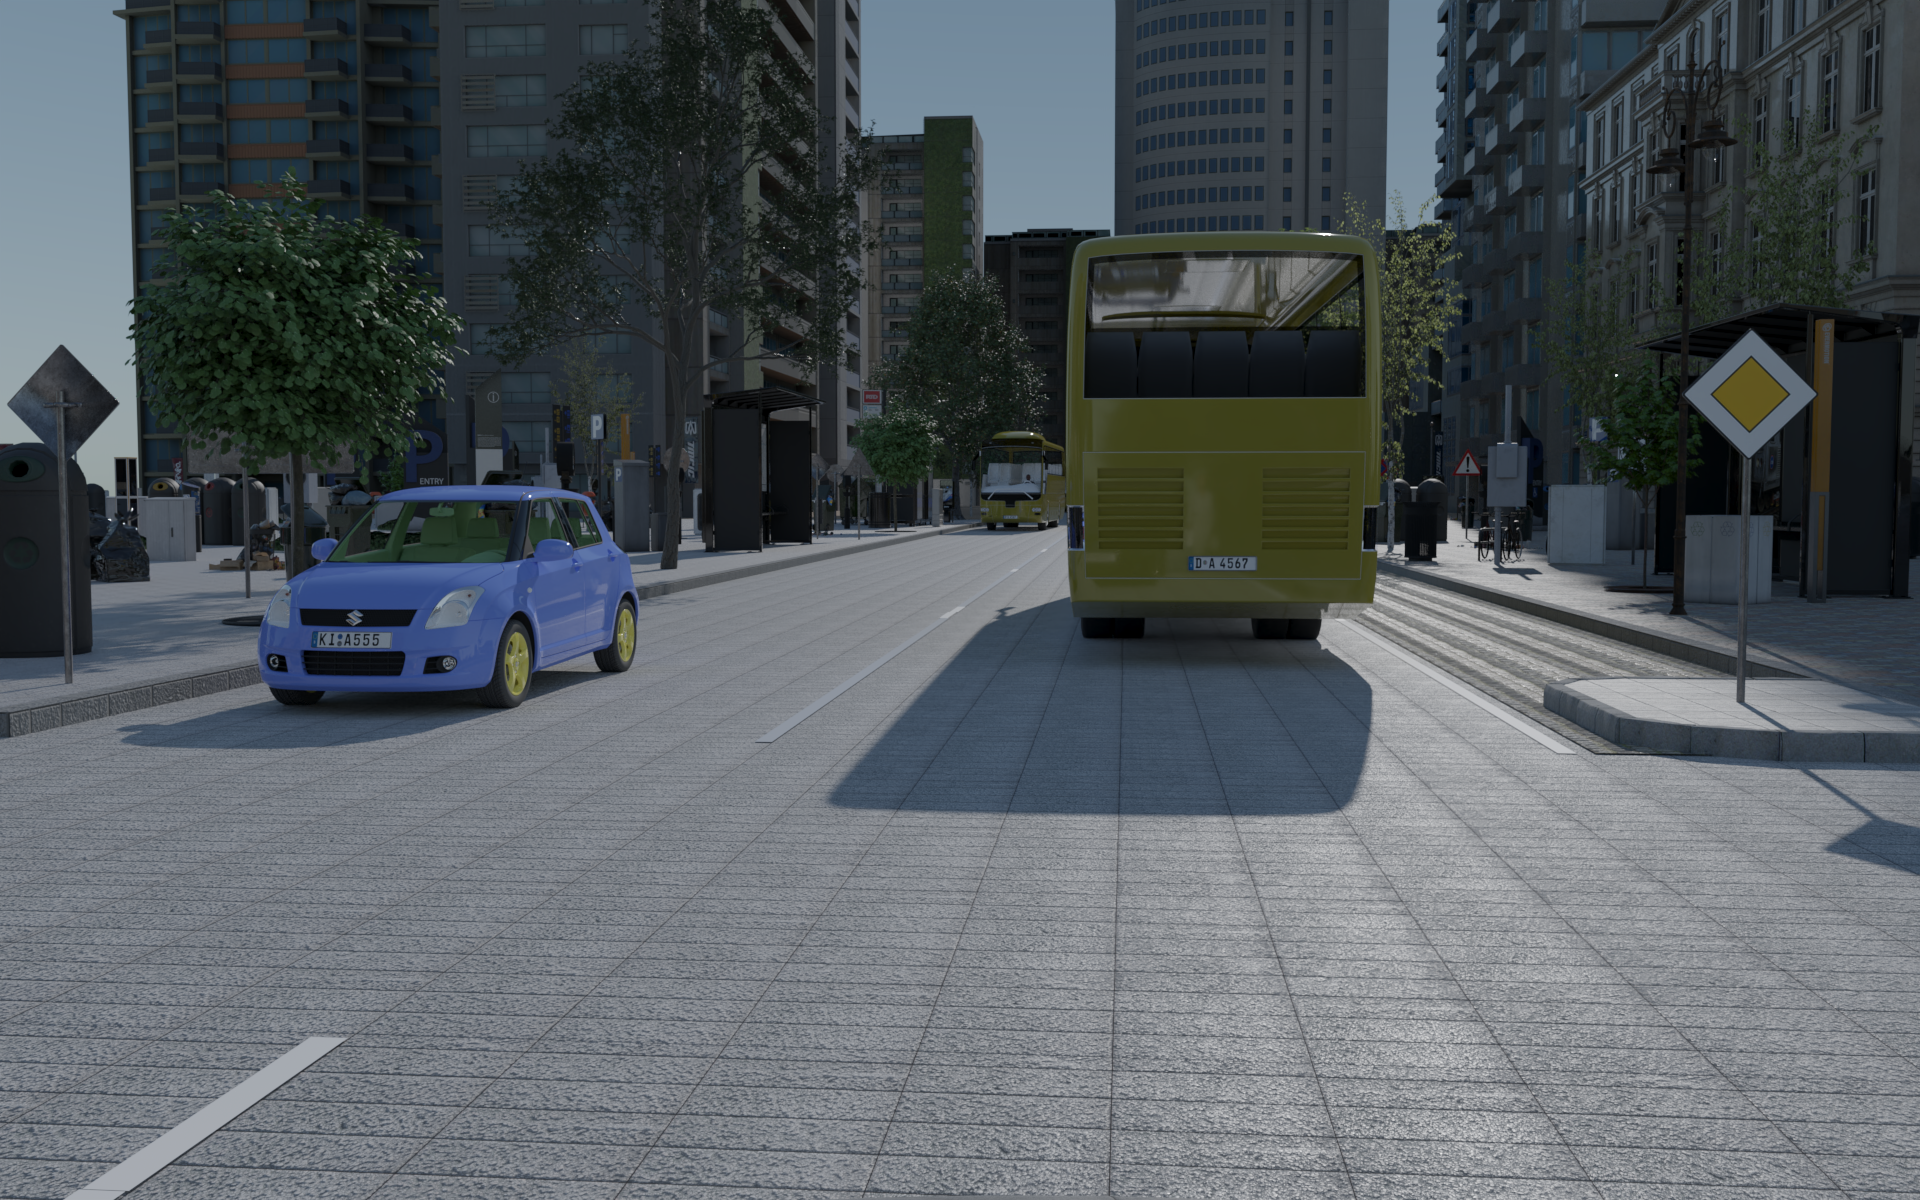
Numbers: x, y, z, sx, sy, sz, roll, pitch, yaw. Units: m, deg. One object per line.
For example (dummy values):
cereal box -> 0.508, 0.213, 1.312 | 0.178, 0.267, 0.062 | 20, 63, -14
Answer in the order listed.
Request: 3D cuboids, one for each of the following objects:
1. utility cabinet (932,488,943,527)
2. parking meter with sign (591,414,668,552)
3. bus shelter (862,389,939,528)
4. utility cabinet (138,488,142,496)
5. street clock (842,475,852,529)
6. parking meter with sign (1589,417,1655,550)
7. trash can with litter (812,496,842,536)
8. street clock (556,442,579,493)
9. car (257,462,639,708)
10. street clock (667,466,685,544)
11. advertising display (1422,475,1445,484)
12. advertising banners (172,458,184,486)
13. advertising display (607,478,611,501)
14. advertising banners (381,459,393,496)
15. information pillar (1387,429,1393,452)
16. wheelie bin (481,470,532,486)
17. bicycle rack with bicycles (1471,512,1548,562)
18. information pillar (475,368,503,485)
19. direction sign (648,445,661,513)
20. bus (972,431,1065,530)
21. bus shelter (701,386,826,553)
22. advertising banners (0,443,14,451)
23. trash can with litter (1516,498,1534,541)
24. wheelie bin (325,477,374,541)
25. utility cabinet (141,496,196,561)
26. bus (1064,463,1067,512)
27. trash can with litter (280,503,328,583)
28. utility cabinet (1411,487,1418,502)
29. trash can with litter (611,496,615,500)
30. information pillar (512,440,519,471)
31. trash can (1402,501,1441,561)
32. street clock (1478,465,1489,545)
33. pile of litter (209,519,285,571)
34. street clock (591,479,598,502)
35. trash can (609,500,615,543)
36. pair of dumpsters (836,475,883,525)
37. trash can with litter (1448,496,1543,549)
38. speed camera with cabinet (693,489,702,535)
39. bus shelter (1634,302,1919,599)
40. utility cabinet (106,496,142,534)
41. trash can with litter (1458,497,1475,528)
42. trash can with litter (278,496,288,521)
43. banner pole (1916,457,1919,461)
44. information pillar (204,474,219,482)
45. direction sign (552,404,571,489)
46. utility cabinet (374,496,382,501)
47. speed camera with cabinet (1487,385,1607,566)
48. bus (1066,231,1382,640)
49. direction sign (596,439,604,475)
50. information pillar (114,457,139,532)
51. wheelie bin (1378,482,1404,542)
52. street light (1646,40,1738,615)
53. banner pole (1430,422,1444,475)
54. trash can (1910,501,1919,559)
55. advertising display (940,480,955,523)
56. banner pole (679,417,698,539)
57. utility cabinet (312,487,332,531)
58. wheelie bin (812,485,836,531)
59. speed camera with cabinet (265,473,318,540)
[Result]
utility cabinet -> -0.867, -3.624, 67.930 | 0.318, 1.500, 1.173 | 0, 4, 6
parking meter with sign -> -7.259, -2.579, 38.433 | 1.738, 3.016, 0.543 | -3, 5, -41
bus shelter -> -2.406, -5.592, 69.059 | 2.179, 5.291, 8.768 | 0, 4, 6
utility cabinet -> -27.192, -2.955, 56.994 | 0.318, 1.500, 1.173 | -3, 4, -38
street clock -> -4.157, -3.618, 63.719 | 0.358, 2.002, 0.471 | -1, 4, -16
parking meter with sign -> 15.238, -2.655, 39.675 | 1.738, 3.016, 0.543 | -2, 4, -26
trash can with litter -> -4.513, -2.632, 54.095 | 1.678, 1.210, 2.233 | 0, 4, -5
street clock -> -5.465, -1.192, 24.055 | 0.358, 2.002, 0.471 | -1, 4, -9
car -> -3.657, -0.195, 12.782 | 1.945, 1.707, 3.694 | 0, 4, 7
street clock -> -7.236, -2.421, 44.147 | 0.358, 2.002, 0.471 | -3, 5, -43
advertising display -> 15.960, -3.257, 58.465 | 0.123, 1.923, 0.974 | -2, 4, -27
advertising banners -> -36.755, -5.321, 83.184 | 2.074, 3.025, 0.090 | 0, 4, -5
advertising display -> -14.154, -3.955, 69.877 | 0.123, 1.923, 0.974 | -1, 4, -11
advertising banners -> -28.705, -5.553, 86.987 | 0.090, 3.025, 2.074 | 0, 4, 4
information pillar -> 15.071, -4.246, 60.777 | 0.183, 3.616, 0.504 | 0, 3, 0
wheelie bin -> -6.076, -0.938, 23.250 | 0.693, 1.594, 0.980 | 2, 4, 29
bicycle rack with bicycles -> 11.048, -1.234, 33.560 | 2.852, 0.926, 2.925 | 3, 4, 37
information pillar -> -8.686, -2.487, 32.021 | 0.504, 3.616, 0.183 | -1, 4, -21
direction sign -> -14.090, -5.380, 79.966 | 0.876, 3.537, 0.379 | 3, 5, 43
bus -> 2.670, -4.890, 71.504 | 2.896, 3.916, 12.252 | 0, 4, 7
bus shelter -> -4.549, -3.040, 40.988 | 1.731, 3.624, 6.357 | 0, 4, 6
advertising banners -> -32.087, -3.886, 59.727 | 2.074, 3.025, 0.090 | 0, 4, 1
trash can with litter -> 15.408, -2.208, 47.487 | 0.624, 1.170, 1.055 | 1, 4, 19
wheelie bin -> -11.460, -1.508, 32.557 | 0.980, 1.594, 0.693 | 1, 4, 23
utility cabinet -> -15.152, -1.350, 33.238 | 1.020, 1.237, 0.306 | 2, 4, 24
bus -> 9.191, -8.947, 137.828 | 2.896, 3.916, 12.252 | 0, 4, 5
trash can with litter -> -8.568, -0.718, 23.130 | 1.055, 1.170, 0.624 | 2, 4, 30
utility cabinet -> 14.288, -2.811, 54.634 | 1.173, 1.500, 0.318 | -2, 4, -26
trash can with litter -> -17.123, -4.708, 88.035 | 2.233, 1.210, 1.678 | 0, 4, 2
information pillar -> -19.425, -5.163, 75.775 | 0.183, 3.616, 0.504 | 1, 4, 10
trash can -> 8.835, -1.318, 33.202 | 0.748, 1.137, 0.748 | 0, 3, 0
street clock -> 13.074, -2.359, 43.139 | 0.358, 2.002, 0.471 | 1, 4, 11
pile of litter -> -11.981, -0.940, 29.332 | 1.719, 0.858, 1.176 | 3, 5, 42
street clock -> -17.191, -4.706, 81.507 | 0.471, 2.002, 0.358 | -1, 4, -16
trash can -> -8.013, -1.823, 41.458 | 0.748, 1.137, 0.748 | 0, 3, 0
pair of dumpsters -> -4.187, -4.313, 73.008 | 1.574, 2.255, 4.437 | 0, 4, 5
trash can with litter -> 12.800, -1.842, 41.169 | 1.678, 1.210, 2.233 | -2, 4, -25
speed camera with cabinet -> -7.358, -3.687, 54.620 | 2.038, 3.252, 0.660 | 0, 4, 3
bus shelter -> 11.192, -2.018, 24.280 | 1.731, 3.624, 6.357 | 0, 4, 6
utility cabinet -> -22.825, -2.222, 47.490 | 1.020, 1.237, 0.306 | -1, 4, -18
trash can with litter -> 19.233, -3.329, 65.810 | 0.624, 1.170, 1.055 | 1, 4, 13
trash can with litter -> -32.900, -4.375, 82.589 | 2.233, 1.210, 1.678 | 0, 4, -5
banner pole -> 9.132, -1.575, 15.776 | 0.863, 3.779, 0.401 | 0, 4, -3
information pillar -> -25.808, -4.179, 59.686 | 0.504, 3.616, 0.183 | -1, 4, -19
direction sign -> -10.118, -3.185, 44.073 | 0.379, 3.537, 0.876 | 1, 4, 16
utility cabinet -> -21.597, -3.326, 65.542 | 1.020, 1.237, 0.306 | -2, 4, -31
speed camera with cabinet -> 10.670, -2.272, 31.479 | 2.038, 3.252, 0.660 | 1, 4, 19
bus -> 2.614, -1.737, 19.954 | 2.896, 3.916, 12.252 | 0, 4, 5
direction sign -> -14.819, -4.854, 71.353 | 0.379, 3.537, 0.876 | 0, 4, 5
information pillar -> -16.608, -1.837, 34.533 | 0.304, 2.012, 0.304 | 1, 4, 10
wheelie bin -> 11.400, -2.342, 46.203 | 0.693, 1.594, 0.980 | -2, 4, -24
street light -> 7.656, -2.783, 18.284 | 0.468, 5.910, 1.993 | 0, 4, 5
banner pole -> 16.639, -4.318, 60.617 | 0.863, 3.779, 0.401 | -3, 4, -36
trash can -> 18.724, -1.387, 34.332 | 0.748, 1.137, 0.748 | 0, 3, 0
advertising display -> -0.579, -4.438, 77.775 | 0.123, 1.923, 0.974 | -3, 4, -37
banner pole -> -7.828, -3.644, 49.599 | 0.863, 3.779, 0.401 | 2, 4, 25
utility cabinet -> -20.264, -2.861, 55.456 | 0.318, 1.500, 1.173 | 2, 4, 34
wheelie bin -> -4.764, -3.214, 60.459 | 0.980, 1.594, 0.693 | 2, 4, 32
speed camera with cabinet -> -17.739, -3.087, 44.808 | 2.038, 3.252, 0.660 | 0, 4, 3
